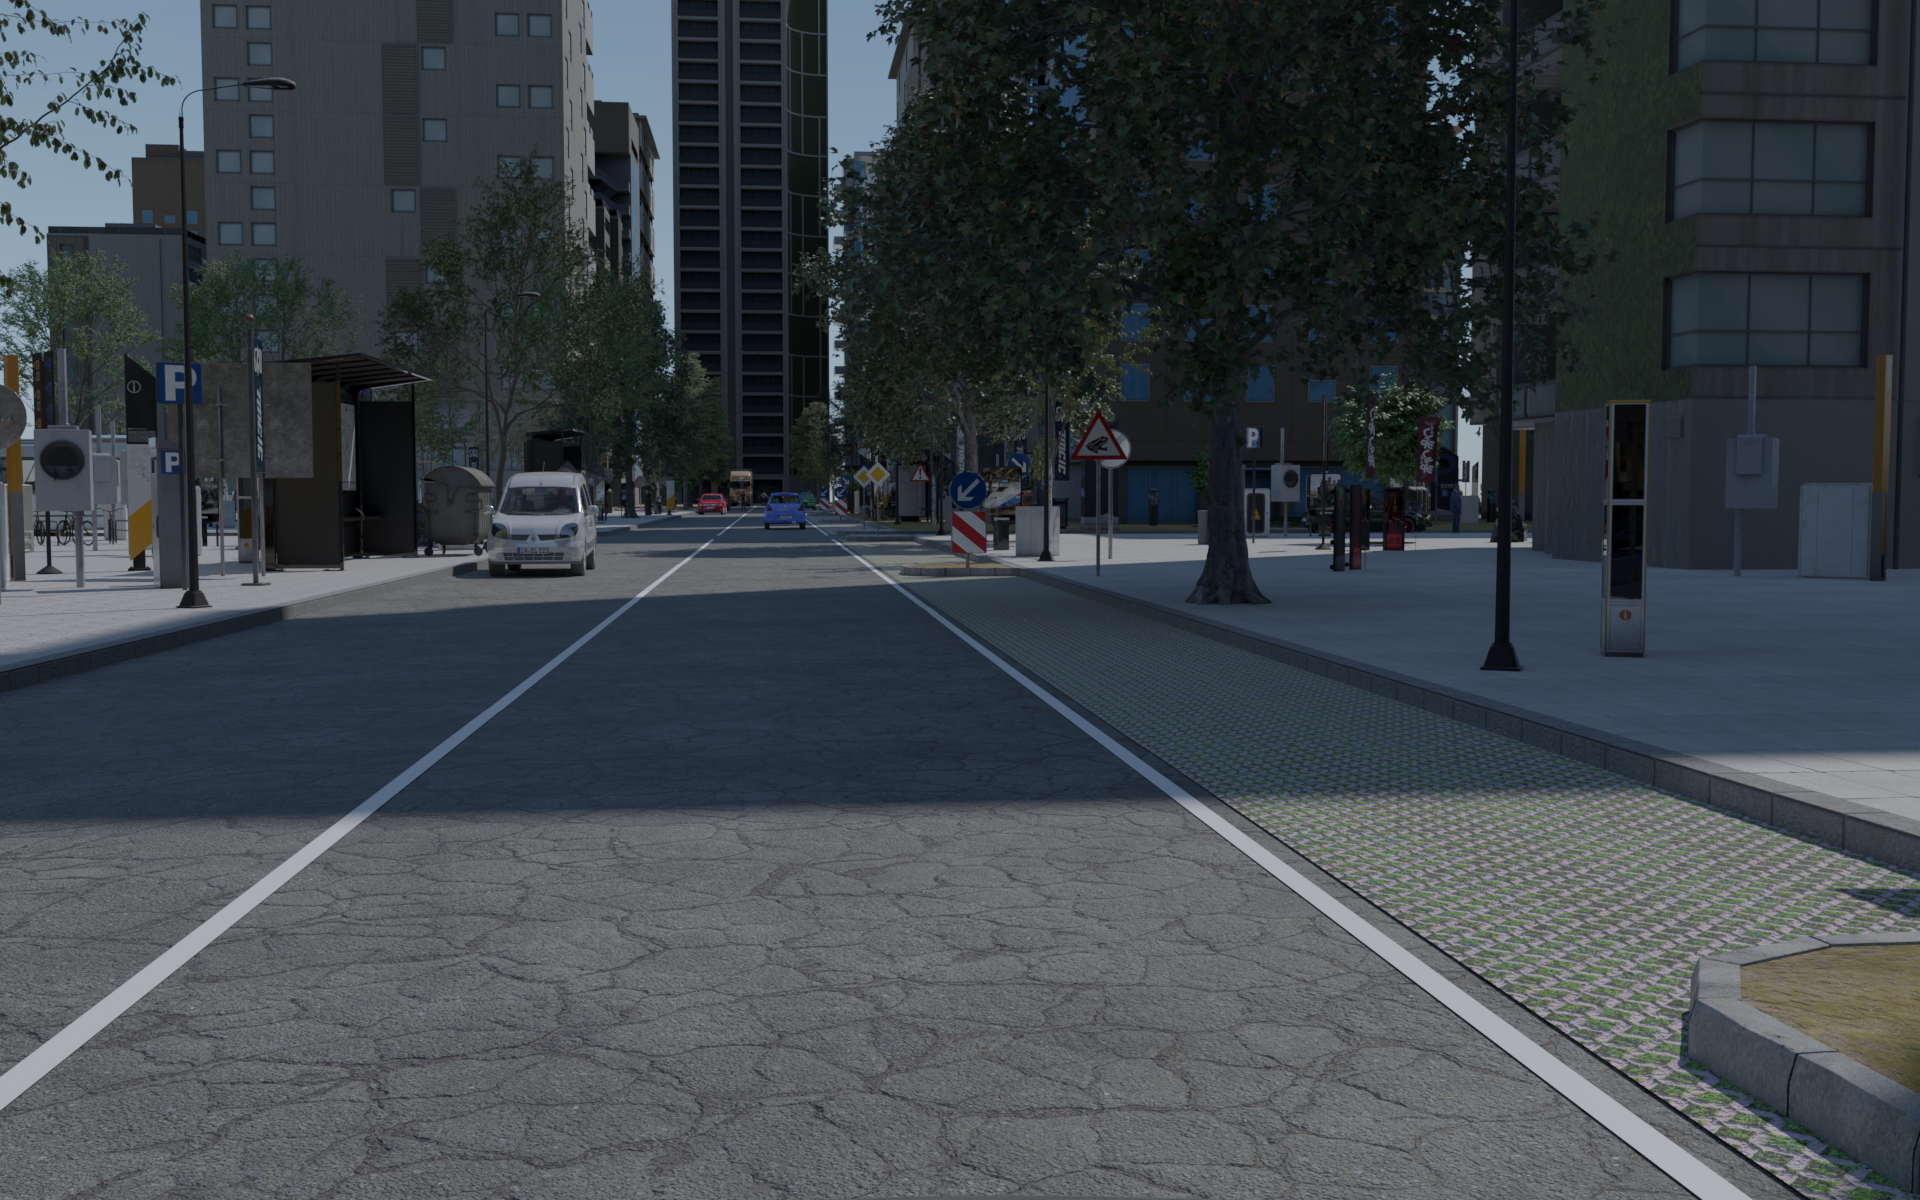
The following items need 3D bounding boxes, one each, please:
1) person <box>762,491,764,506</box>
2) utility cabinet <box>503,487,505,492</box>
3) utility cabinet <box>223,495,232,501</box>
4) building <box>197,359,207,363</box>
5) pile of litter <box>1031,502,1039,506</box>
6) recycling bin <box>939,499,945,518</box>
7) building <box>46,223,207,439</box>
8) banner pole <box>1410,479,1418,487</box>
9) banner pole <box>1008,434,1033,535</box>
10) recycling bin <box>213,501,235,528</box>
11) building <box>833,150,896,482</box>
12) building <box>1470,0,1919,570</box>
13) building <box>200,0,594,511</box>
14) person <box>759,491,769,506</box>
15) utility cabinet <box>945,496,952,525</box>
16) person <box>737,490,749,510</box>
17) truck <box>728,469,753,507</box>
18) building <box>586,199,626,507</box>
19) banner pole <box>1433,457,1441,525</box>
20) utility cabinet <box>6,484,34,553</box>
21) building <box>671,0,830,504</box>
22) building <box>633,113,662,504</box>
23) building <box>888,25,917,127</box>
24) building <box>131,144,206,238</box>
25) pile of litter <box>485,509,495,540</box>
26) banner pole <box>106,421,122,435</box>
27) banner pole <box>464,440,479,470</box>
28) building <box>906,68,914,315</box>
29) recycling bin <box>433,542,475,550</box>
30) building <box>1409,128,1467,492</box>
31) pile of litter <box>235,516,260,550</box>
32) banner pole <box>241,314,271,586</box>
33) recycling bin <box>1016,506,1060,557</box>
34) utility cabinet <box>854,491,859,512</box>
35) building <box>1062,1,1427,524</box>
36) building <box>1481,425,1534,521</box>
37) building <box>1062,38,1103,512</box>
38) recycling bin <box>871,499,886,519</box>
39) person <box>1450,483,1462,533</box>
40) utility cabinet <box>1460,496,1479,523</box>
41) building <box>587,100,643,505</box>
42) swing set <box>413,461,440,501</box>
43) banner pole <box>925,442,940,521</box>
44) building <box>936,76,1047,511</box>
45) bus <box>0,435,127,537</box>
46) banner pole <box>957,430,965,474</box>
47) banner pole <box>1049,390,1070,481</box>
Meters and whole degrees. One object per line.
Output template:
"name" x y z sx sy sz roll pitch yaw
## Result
"person" -24.052 -12.453 212.066 0.705 1.831 1.348 -1 4 -15
"utility cabinet" -13.118 -2.656 52.098 1.173 1.500 0.318 -1 4 -18
"utility cabinet" -42.706 -5.465 100.521 1.020 1.237 0.306 0 4 4
"building" -65.460 -53.411 185.939 31.000 86.520 22.319 0 4 -6
"pile of litter" 4.164 -5.091 97.196 1.719 0.858 1.176 1 4 18
"recycling bin" -0.938 -4.844 91.756 0.722 1.027 0.722 -1 4 -17
"building" -89.118 -25.508 188.757 14.107 30.474 14.160 0 4 -6
"banner pole" 35.800 -8.981 136.860 0.863 3.779 0.401 0 4 4
"banner pole" 1.747 -3.945 54.512 0.863 3.779 0.401 2 4 30
"recycling bin" -27.903 -3.247 65.647 0.722 1.027 0.722 -1 4 -17
"building" -2.328 -37.978 240.553 30.456 49.044 23.786 0 4 -6
"building" 18.540 -21.527 35.558 14.154 41.232 14.086 0 4 -6
"building" -45.314 -34.014 145.367 28.713 52.752 27.495 0 4 -6
"person" -23.376 -12.089 206.171 1.348 1.823 0.705 1 4 22
"utility cabinet" -0.470 -3.673 71.213 0.306 1.237 1.020 0 3 0
"person" -19.032 -8.736 151.851 1.217 1.766 0.721 2 4 24
"truck" -25.093 -12.815 198.433 2.839 4.237 11.283 0 4 -6
"building" -40.247 -24.221 167.722 14.160 30.474 14.107 0 4 -6
"banner pole" 19.713 -4.999 71.750 0.401 3.779 0.863 1 4 21
"utility cabinet" -20.610 -1.753 37.348 0.318 1.500 1.173 2 4 26
"building" -28.194 -48.794 236.028 20.611 71.187 20.563 0 4 -6
"building" -53.359 -39.612 236.898 27.495 52.752 28.713 0 4 -6
"building" 7.308 -36.841 191.587 28.713 52.752 27.495 0 4 -6
"building" -97.197 -35.173 225.187 14.200 45.320 14.600 0 4 -6
"pile of litter" -13.746 -2.146 49.056 1.176 0.858 1.719 2 4 32
"banner pole" -29.090 -4.264 59.734 0.863 3.779 0.401 2 4 24
"banner pole" -22.717 -5.529 80.413 0.863 3.779 0.401 0 4 -3
"building" 2.202 -31.807 170.150 14.600 45.320 14.200 0 4 -6
"recycling bin" -12.122 -1.769 41.481 0.722 1.027 0.722 2 4 35
"building" 43.123 -33.271 198.604 28.867 44.769 22.147 0 4 -6
"pile of litter" -16.229 -1.616 40.393 1.176 0.858 1.719 -3 4 -39
"banner pole" -9.925 -2.107 24.460 0.401 3.779 0.863 0 4 -7
"recycling bin" 1.607 -1.422 35.804 0.722 1.027 0.722 2 4 26
"utility cabinet" -6.896 -6.862 120.867 0.318 1.500 1.173 2 4 34
"building" 11.937 -26.234 79.032 14.200 45.320 14.600 0 4 -6
"building" 37.475 -28.132 83.661 21.600 48.544 21.300 0 4 -6
"building" 3.996 -30.933 155.862 14.600 45.320 14.200 0 4 -6
"recycling bin" -4.295 -4.798 91.001 0.722 1.027 0.722 0 4 -7
"person" 16.814 -3.058 58.672 0.419 1.800 0.721 0 4 1
"utility cabinet" 22.119 -3.946 75.678 1.020 1.237 0.306 0 4 -6
"building" -43.444 -33.252 193.786 14.200 45.320 14.600 0 4 -6
"swing set" -26.236 -5.191 82.489 3.119 2.851 2.862 0 4 5
"banner pole" -1.242 -5.655 82.484 0.401 3.779 0.863 -2 4 -24
"building" 10.975 -49.110 115.619 22.319 86.520 31.000 0 4 -6
"bus" -32.594 -3.653 54.589 13.247 3.499 2.948 0 4 -5
"banner pole" 0.148 -3.844 52.864 0.401 3.779 0.863 -3 4 -39
"banner pole" 2.291 -3.112 40.903 0.863 3.779 0.401 -3 4 -36
